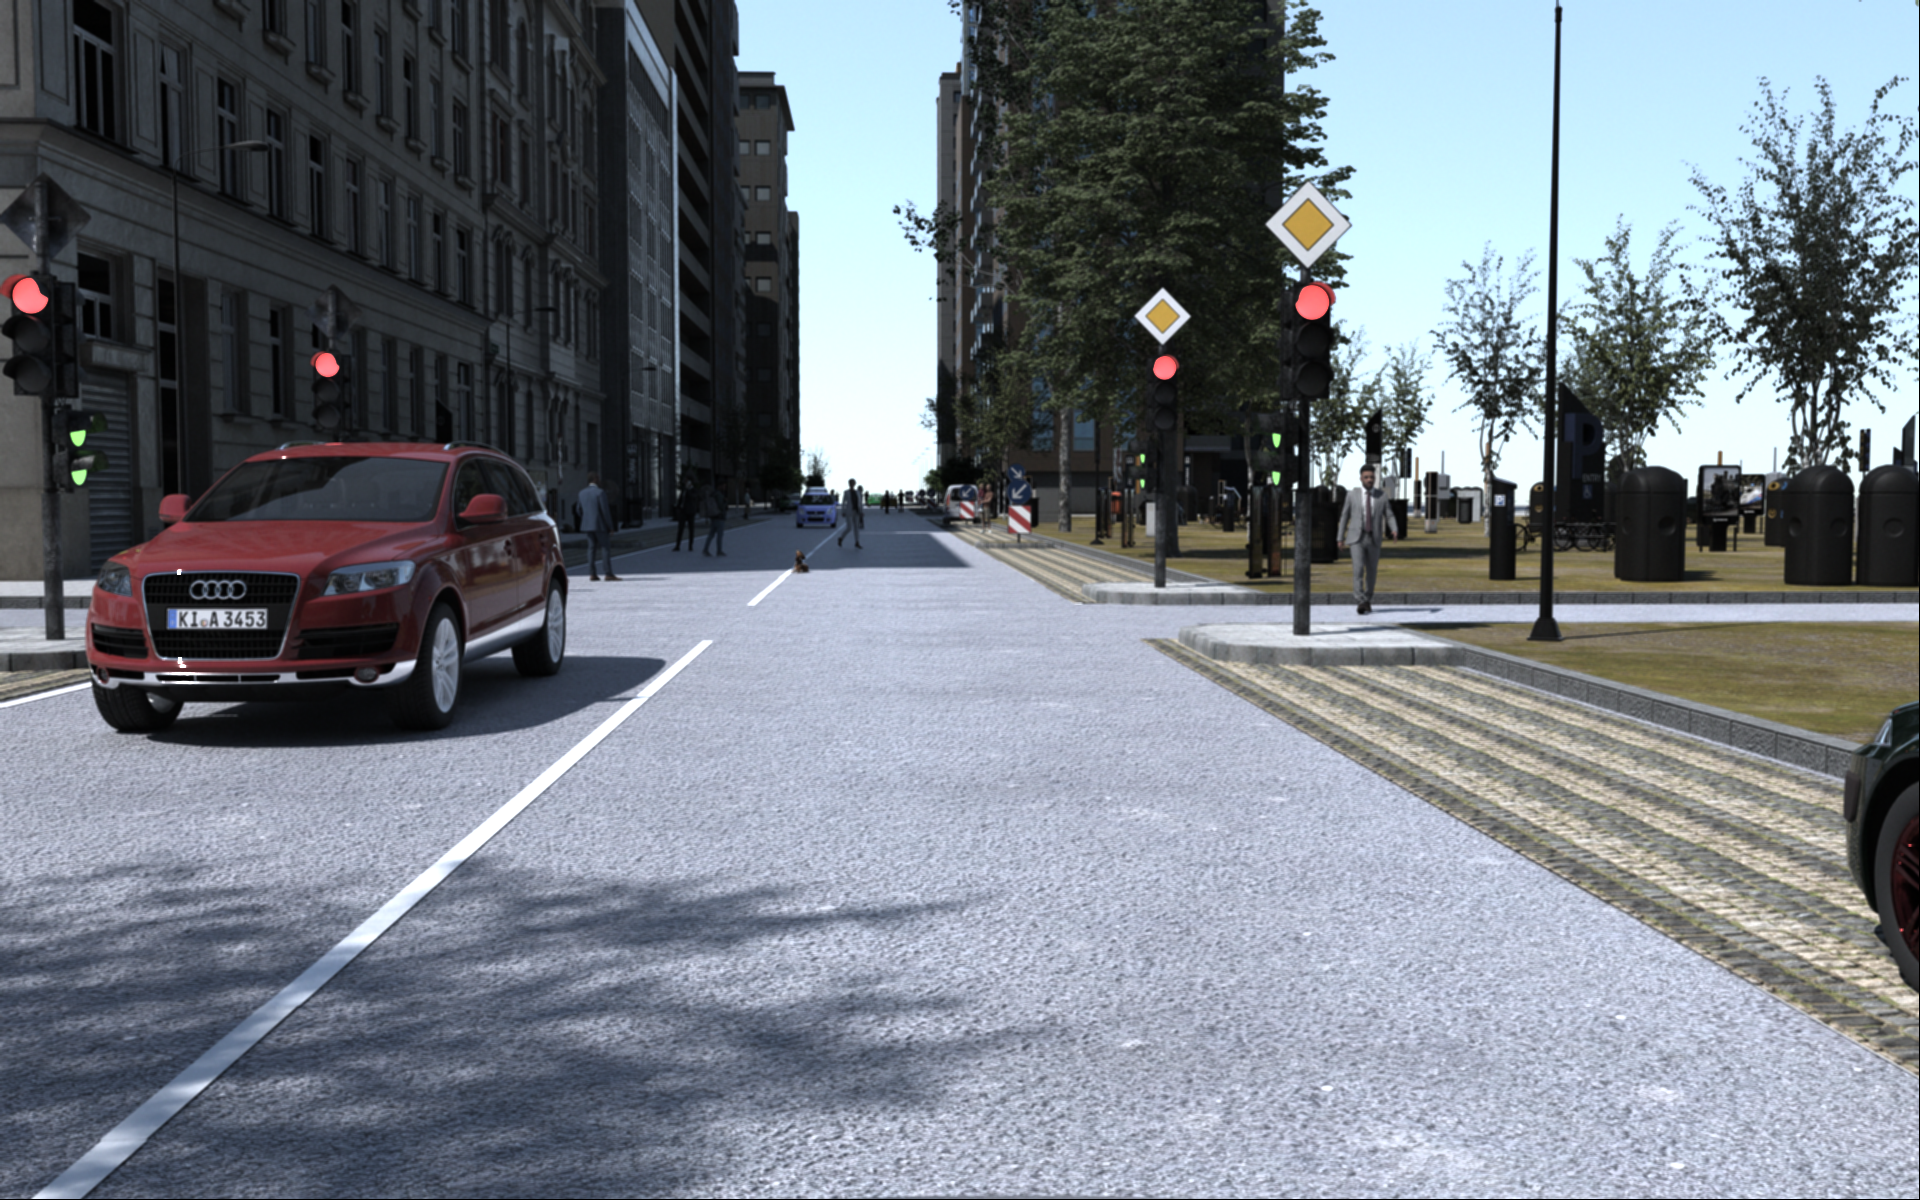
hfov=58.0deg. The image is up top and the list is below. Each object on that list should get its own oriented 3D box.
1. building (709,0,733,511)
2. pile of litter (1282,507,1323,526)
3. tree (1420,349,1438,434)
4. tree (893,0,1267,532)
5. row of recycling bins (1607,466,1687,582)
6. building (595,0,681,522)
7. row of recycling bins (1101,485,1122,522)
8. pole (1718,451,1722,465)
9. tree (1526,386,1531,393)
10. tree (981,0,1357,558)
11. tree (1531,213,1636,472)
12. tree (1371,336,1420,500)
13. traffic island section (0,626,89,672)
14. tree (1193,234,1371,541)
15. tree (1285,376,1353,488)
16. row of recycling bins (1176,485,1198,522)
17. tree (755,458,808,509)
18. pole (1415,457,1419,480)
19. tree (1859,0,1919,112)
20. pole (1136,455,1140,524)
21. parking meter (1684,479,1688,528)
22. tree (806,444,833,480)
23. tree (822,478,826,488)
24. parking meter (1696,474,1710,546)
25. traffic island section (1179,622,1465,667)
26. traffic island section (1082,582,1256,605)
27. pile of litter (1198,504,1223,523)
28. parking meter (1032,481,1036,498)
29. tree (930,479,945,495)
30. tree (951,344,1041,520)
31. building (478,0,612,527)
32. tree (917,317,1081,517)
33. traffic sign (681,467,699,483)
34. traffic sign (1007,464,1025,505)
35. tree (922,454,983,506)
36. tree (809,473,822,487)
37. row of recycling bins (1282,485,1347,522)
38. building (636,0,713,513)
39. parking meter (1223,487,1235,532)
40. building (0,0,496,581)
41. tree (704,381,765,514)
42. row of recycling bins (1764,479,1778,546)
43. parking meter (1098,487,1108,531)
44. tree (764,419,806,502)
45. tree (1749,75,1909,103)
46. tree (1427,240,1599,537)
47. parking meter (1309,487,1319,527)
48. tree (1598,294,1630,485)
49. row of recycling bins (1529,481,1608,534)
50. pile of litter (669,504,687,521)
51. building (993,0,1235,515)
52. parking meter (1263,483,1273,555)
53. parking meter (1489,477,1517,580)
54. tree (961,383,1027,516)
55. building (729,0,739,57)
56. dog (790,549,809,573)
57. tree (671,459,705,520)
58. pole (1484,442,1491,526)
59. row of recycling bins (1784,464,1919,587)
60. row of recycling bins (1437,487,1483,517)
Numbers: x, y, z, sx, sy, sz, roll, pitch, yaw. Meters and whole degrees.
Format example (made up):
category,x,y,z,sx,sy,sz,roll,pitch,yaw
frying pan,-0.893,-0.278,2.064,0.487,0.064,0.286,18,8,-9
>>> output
category,x,y,z,sx,sy,sz,roll,pitch,yaw
building,-24.236,-29.120,126.224,14.600,45.320,14.200,0,4,-3
pile of litter,13.901,-3.441,70.223,1.176,0.858,1.719,-2,4,-31
tree,20.561,-8.022,81.519,4.737,8.622,4.395,0,3,0
tree,4.105,-12.450,59.443,12.611,20.169,13.585,0,3,0
row of recycling bins,10.657,-1.200,26.740,1.069,1.692,3.534,1,4,22
building,-21.444,-16.499,87.774,12.078,24.808,19.932,0,4,-3
row of recycling bins,6.985,-4.462,80.068,1.069,1.692,3.534,1,4,9
pole,35.890,-5.384,81.866,0.158,3.312,0.155,0,3,0
tree,25.922,-7.443,72.062,4.737,8.622,4.395,0,3,0
tree,4.100,-7.108,34.350,7.486,12.596,7.792,0,3,0
tree,18.086,-5.858,46.137,4.737,8.622,4.395,0,3,0
tree,16.195,-7.546,73.736,4.737,8.622,4.395,0,3,0
traffic island section,-7.996,0.428,15.277,2.009,0.180,2.903,0,4,-3
tree,8.142,-5.905,46.905,4.737,8.622,4.395,0,3,0
tree,19.862,-8.877,95.505,4.360,8.622,3.978,0,3,0
row of recycling bins,10.376,-4.605,82.399,1.069,1.692,3.534,-1,4,-11
tree,-16.675,-10.438,154.380,4.285,4.588,4.351,0,3,0
pole,25.112,-6.199,95.203,0.158,3.312,0.155,0,3,0
tree,6.539,-3.636,9.810,4.737,8.622,4.395,0,3,0
pole,7.619,-4.904,74.028,0.158,3.312,0.155,0,3,0
parking meter,27.603,-3.706,66.297,0.255,1.863,0.399,-3,5,-43
tree,-21.270,-18.784,257.476,4.360,8.622,3.978,0,3,0
tree,-20.815,-16.182,248.295,4.285,4.588,4.351,0,3,0
parking meter,18.293,-2.249,42.475,0.399,1.863,0.255,0,4,0
traffic island section,3.134,0.397,15.783,2.009,0.180,2.903,0,4,-3
traffic island section,2.767,-0.090,23.759,2.009,0.180,2.903,0,4,-3
pile of litter,11.390,-3.855,76.997,1.719,0.858,1.176,0,4,-4
parking meter,3.205,-4.394,77.556,0.399,1.863,0.255,0,4,-2
tree,-2.092,-11.681,185.585,1.663,3.219,1.824,0,3,0
tree,1.962,-8.176,84.048,4.737,8.622,4.395,0,3,0
building,-21.700,-17.025,65.752,14.401,28.519,23.554,0,4,-3
tree,1.914,-9.640,92.032,8.767,10.594,7.601,-1,4,-13
traffic sign,-12.950,-5.083,83.105,0.884,2.594,0.081,0,4,-1
traffic sign,2.355,-4.429,72.512,0.768,2.556,0.104,0,4,1
tree,0.039,-8.784,127.325,4.285,4.588,4.351,0,3,0
tree,-17.984,-12.377,186.076,4.285,4.588,4.351,0,3,0
row of recycling bins,16.119,-4.424,79.449,3.534,1.692,1.069,3,4,39
building,-27.262,-29.598,107.631,21.300,48.544,21.600,0,4,-3
parking meter,9.128,-3.083,58.811,0.372,1.533,0.369,0,3,0
building,-21.287,-12.562,38.670,16.112,22.955,30.059,0,4,-3
tree,-14.447,-9.883,111.947,4.360,8.622,3.978,0,3,0
row of recycling bins,20.098,-2.095,41.366,1.069,1.692,3.534,1,4,12
parking meter,4.915,-3.135,59.663,0.372,1.533,0.369,0,3,0
tree,-17.364,-13.359,168.786,4.737,8.622,4.395,0,3,0
tree,14.645,-4.856,29.763,4.360,8.622,3.978,0,3,0
tree,15.891,-6.166,51.170,4.360,8.622,3.978,0,3,0
parking meter,13.602,-3.558,66.580,0.372,1.533,0.369,0,3,0
tree,23.839,-6.809,61.692,4.360,8.622,3.978,0,3,0
row of recycling bins,20.135,-3.040,56.817,1.069,1.692,3.534,-2,4,-27
pile of litter,-13.177,-4.158,81.954,1.176,0.858,1.719,-1,4,-12
building,9.527,-28.366,113.893,14.600,45.320,14.200,0,4,-3
parking meter,6.596,-1.739,36.848,0.372,1.533,0.369,0,3,0
parking meter,8.106,-1.066,25.843,0.372,1.533,0.369,0,3,0
tree,2.056,-9.325,102.829,4.360,8.622,3.978,0,3,0
building,-32.902,-34.079,146.430,28.713,52.752,27.495,0,4,-3
dog,-3.001,-0.709,31.781,0.550,0.427,0.748,2,4,26
tree,-13.478,-5.658,87.110,1.663,3.219,1.824,0,3,0
pole,20.865,-4.565,68.480,0.158,3.312,0.155,0,3,0
row of recycling bins,13.451,-1.041,24.128,3.534,1.692,1.069,1,4,11
row of recycling bins,28.370,-5.558,97.985,3.534,1.692,1.069,-3,4,-36
